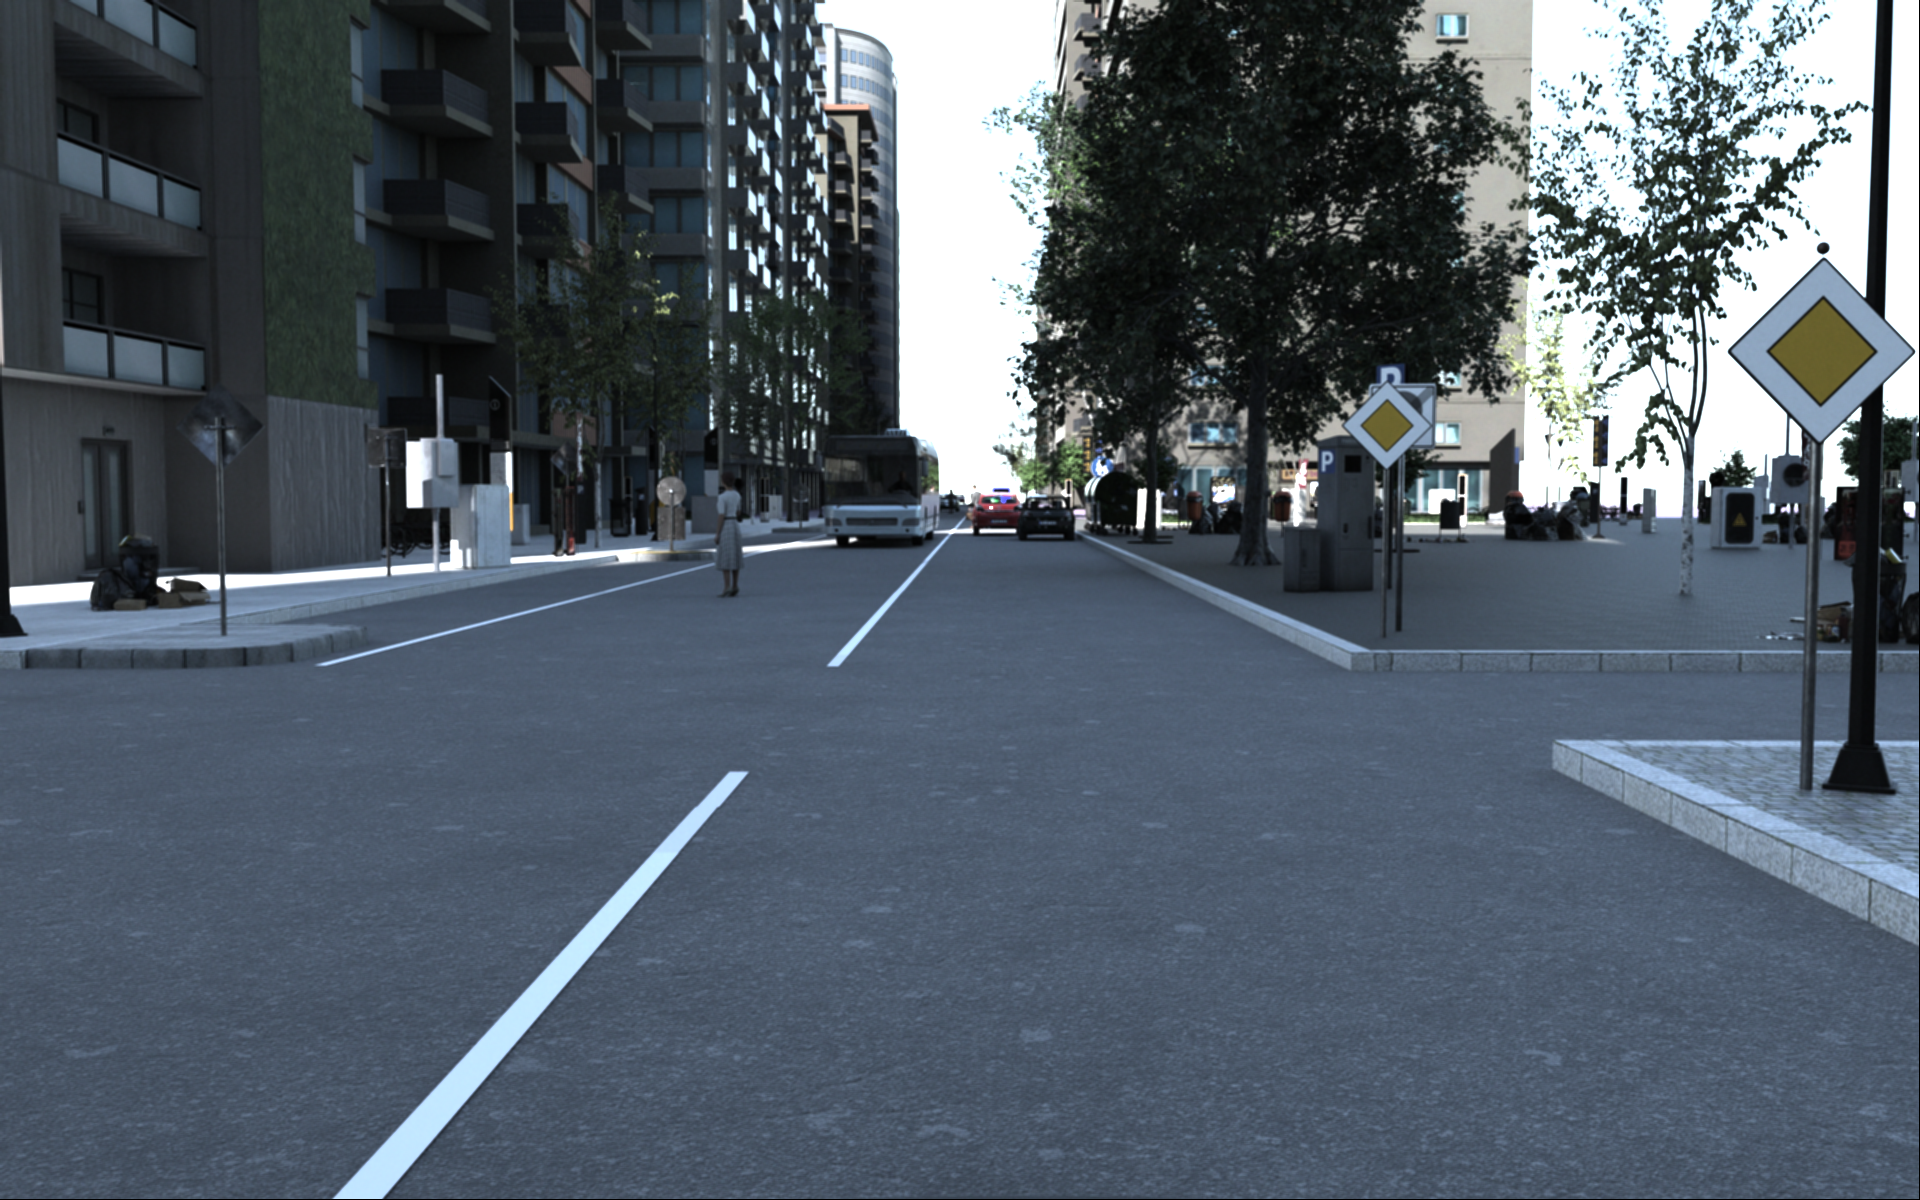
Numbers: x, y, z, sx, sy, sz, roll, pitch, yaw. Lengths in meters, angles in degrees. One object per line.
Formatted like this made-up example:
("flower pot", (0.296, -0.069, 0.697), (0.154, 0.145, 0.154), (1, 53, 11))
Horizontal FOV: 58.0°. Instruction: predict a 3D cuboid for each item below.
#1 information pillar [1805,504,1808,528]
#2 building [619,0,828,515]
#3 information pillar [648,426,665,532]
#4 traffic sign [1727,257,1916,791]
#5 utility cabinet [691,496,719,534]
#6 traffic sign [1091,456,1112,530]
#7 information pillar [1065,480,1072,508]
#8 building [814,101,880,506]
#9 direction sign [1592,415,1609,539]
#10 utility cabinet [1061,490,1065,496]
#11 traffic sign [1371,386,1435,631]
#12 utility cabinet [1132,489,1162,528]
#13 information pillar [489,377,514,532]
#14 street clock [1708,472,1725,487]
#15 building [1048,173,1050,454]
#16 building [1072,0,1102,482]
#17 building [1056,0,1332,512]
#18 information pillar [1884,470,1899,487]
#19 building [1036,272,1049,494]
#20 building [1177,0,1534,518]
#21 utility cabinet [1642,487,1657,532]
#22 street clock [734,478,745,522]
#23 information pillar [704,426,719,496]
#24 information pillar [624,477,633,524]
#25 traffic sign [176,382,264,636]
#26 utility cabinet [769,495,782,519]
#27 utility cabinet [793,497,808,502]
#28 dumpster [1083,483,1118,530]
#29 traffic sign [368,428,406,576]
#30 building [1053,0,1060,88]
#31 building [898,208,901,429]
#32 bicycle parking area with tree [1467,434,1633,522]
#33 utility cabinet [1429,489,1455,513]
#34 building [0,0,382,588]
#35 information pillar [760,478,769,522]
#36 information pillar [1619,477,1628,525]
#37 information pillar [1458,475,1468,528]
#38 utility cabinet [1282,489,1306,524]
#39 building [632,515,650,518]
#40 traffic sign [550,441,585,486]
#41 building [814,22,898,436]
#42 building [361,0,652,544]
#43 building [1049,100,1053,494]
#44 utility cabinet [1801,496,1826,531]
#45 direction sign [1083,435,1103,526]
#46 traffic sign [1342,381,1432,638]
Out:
("information pillar", (23.192, -2.607, 47.116), (0.304, 2.012, 0.304), (1, 4, 16))
("building", (-22.303, -31.624, 136.664), (23.786, 49.044, 30.456), (0, 4, 1))
("information pillar", (-10.309, -4.106, 58.496), (0.504, 3.616, 0.183), (2, 4, 35))
("traffic sign", (3.667, -0.233, 7.449), (0.795, 2.450, 0.064), (0, 4, 1))
("utility cabinet", (-8.216, -2.763, 56.344), (1.020, 1.237, 0.306), (0, 4, -1))
("traffic sign", (4.780, -3.557, 58.260), (0.768, 2.556, 0.104), (0, 4, 6))
("information pillar", (5.468, -5.067, 87.336), (0.304, 2.012, 0.304), (0, 4, -1))
("building", (-20.352, -32.826, 191.323), (22.147, 44.769, 28.867), (0, 4, 1))
("direction sign", (18.484, -3.549, 50.031), (0.379, 3.537, 0.876), (0, 4, -8))
("utility cabinet", (5.362, -4.900, 88.786), (0.318, 1.500, 1.173), (0, 4, -3))
("traffic sign", (4.104, -0.857, 16.139), (0.606, 2.300, 0.079), (0, 4, 7))
("utility cabinet", (6.996, -3.458, 65.209), (1.173, 1.500, 0.318), (2, 4, 30))
("information pillar", (-9.154, -2.640, 34.525), (0.504, 3.616, 0.183), (1, 4, 19))
("street clock", (24.355, -3.132, 55.780), (0.471, 2.002, 0.358), (2, 4, 32))
("building", (17.708, -34.065, 207.072), (14.600, 45.320, 14.200), (0, 4, 1))
("building", (19.591, -28.881, 126.826), (22.147, 44.769, 28.867), (0, 4, 1))
("building", (19.473, -32.306, 151.903), (21.300, 48.544, 21.600), (0, 4, 1))
("information pillar", (28.635, -2.985, 53.293), (0.304, 2.012, 0.304), (-1, 4, -14))
("building", (16.717, -27.543, 222.027), (14.160, 30.474, 14.107), (0, 4, 1))
("building", (19.570, -29.168, 100.591), (21.300, 48.544, 21.600), (0, 4, 1))
("utility cabinet", (23.045, -3.008, 57.858), (0.318, 1.500, 1.173), (2, 4, 29))
("street clock", (-9.994, -4.521, 78.481), (0.471, 2.002, 0.358), (2, 4, 26))
("information pillar", (-8.462, -4.142, 59.083), (0.504, 3.616, 0.183), (0, 4, -7))
("information pillar", (-14.210, -4.265, 74.229), (0.304, 2.012, 0.304), (0, 4, -5))
("traffic sign", (-6.657, -0.732, 15.608), (0.795, 2.450, 0.064), (0, 4, 1))
("utility cabinet", (-9.640, -4.794, 89.550), (1.020, 1.237, 0.306), (3, 5, 42))
("utility cabinet", (-8.032, -4.653, 87.233), (0.306, 1.237, 1.020), (-2, 4, -35))
("dumpster", (5.068, -3.426, 61.768), (1.264, 1.857, 1.865), (0, 4, 1))
("traffic sign", (-8.919, -1.521, 26.994), (0.606, 2.300, 0.079), (0, 4, 3))
("building", (21.165, -48.937, 238.372), (20.563, 71.187, 20.611), (0, 4, 1))
("building", (-15.620, -34.090, 240.962), (14.154, 41.232, 14.086), (0, 4, 1))
("bicycle parking area with tree", (29.068, -6.009, 85.242), (9.016, 4.147, 8.231), (3, 4, 38))
("utility cabinet", (23.068, -4.541, 82.921), (1.173, 1.500, 0.318), (3, 4, 37))
("building", (-18.269, -20.906, 25.402), (14.154, 41.232, 14.086), (0, 4, 1))
("information pillar", (-8.876, -4.536, 78.661), (0.304, 2.012, 0.304), (2, 4, 29))
("information pillar", (27.789, -4.161, 72.532), (0.304, 2.012, 0.304), (1, 4, 17))
("information pillar", (18.947, -3.717, 65.263), (0.304, 2.012, 0.304), (2, 4, 29))
("utility cabinet", (14.232, -3.981, 73.771), (1.173, 1.500, 0.318), (-3, 4, -37))
("building", (-22.940, -29.728, 105.660), (23.786, 49.044, 30.456), (0, 4, 1))
("traffic sign", (-8.528, -2.229, 37.630), (0.795, 2.450, 0.064), (1, 4, 10))
("building", (-19.038, -41.430, 219.374), (21.231, 58.520, 28.212), (0, 4, 1))
("building", (-22.611, -24.601, 56.849), (22.147, 44.769, 28.867), (0, 4, 1))
("building", (20.736, -34.523, 188.145), (21.300, 48.544, 21.600), (0, 4, 1))
("utility cabinet", (29.247, -2.948, 59.354), (1.020, 1.237, 0.306), (-2, 4, -32))
("direction sign", (5.116, -4.578, 66.852), (0.876, 3.537, 0.379), (-2, 4, -27))
("traffic sign", (3.786, -0.721, 15.433), (0.795, 2.450, 0.064), (0, 4, 1))
